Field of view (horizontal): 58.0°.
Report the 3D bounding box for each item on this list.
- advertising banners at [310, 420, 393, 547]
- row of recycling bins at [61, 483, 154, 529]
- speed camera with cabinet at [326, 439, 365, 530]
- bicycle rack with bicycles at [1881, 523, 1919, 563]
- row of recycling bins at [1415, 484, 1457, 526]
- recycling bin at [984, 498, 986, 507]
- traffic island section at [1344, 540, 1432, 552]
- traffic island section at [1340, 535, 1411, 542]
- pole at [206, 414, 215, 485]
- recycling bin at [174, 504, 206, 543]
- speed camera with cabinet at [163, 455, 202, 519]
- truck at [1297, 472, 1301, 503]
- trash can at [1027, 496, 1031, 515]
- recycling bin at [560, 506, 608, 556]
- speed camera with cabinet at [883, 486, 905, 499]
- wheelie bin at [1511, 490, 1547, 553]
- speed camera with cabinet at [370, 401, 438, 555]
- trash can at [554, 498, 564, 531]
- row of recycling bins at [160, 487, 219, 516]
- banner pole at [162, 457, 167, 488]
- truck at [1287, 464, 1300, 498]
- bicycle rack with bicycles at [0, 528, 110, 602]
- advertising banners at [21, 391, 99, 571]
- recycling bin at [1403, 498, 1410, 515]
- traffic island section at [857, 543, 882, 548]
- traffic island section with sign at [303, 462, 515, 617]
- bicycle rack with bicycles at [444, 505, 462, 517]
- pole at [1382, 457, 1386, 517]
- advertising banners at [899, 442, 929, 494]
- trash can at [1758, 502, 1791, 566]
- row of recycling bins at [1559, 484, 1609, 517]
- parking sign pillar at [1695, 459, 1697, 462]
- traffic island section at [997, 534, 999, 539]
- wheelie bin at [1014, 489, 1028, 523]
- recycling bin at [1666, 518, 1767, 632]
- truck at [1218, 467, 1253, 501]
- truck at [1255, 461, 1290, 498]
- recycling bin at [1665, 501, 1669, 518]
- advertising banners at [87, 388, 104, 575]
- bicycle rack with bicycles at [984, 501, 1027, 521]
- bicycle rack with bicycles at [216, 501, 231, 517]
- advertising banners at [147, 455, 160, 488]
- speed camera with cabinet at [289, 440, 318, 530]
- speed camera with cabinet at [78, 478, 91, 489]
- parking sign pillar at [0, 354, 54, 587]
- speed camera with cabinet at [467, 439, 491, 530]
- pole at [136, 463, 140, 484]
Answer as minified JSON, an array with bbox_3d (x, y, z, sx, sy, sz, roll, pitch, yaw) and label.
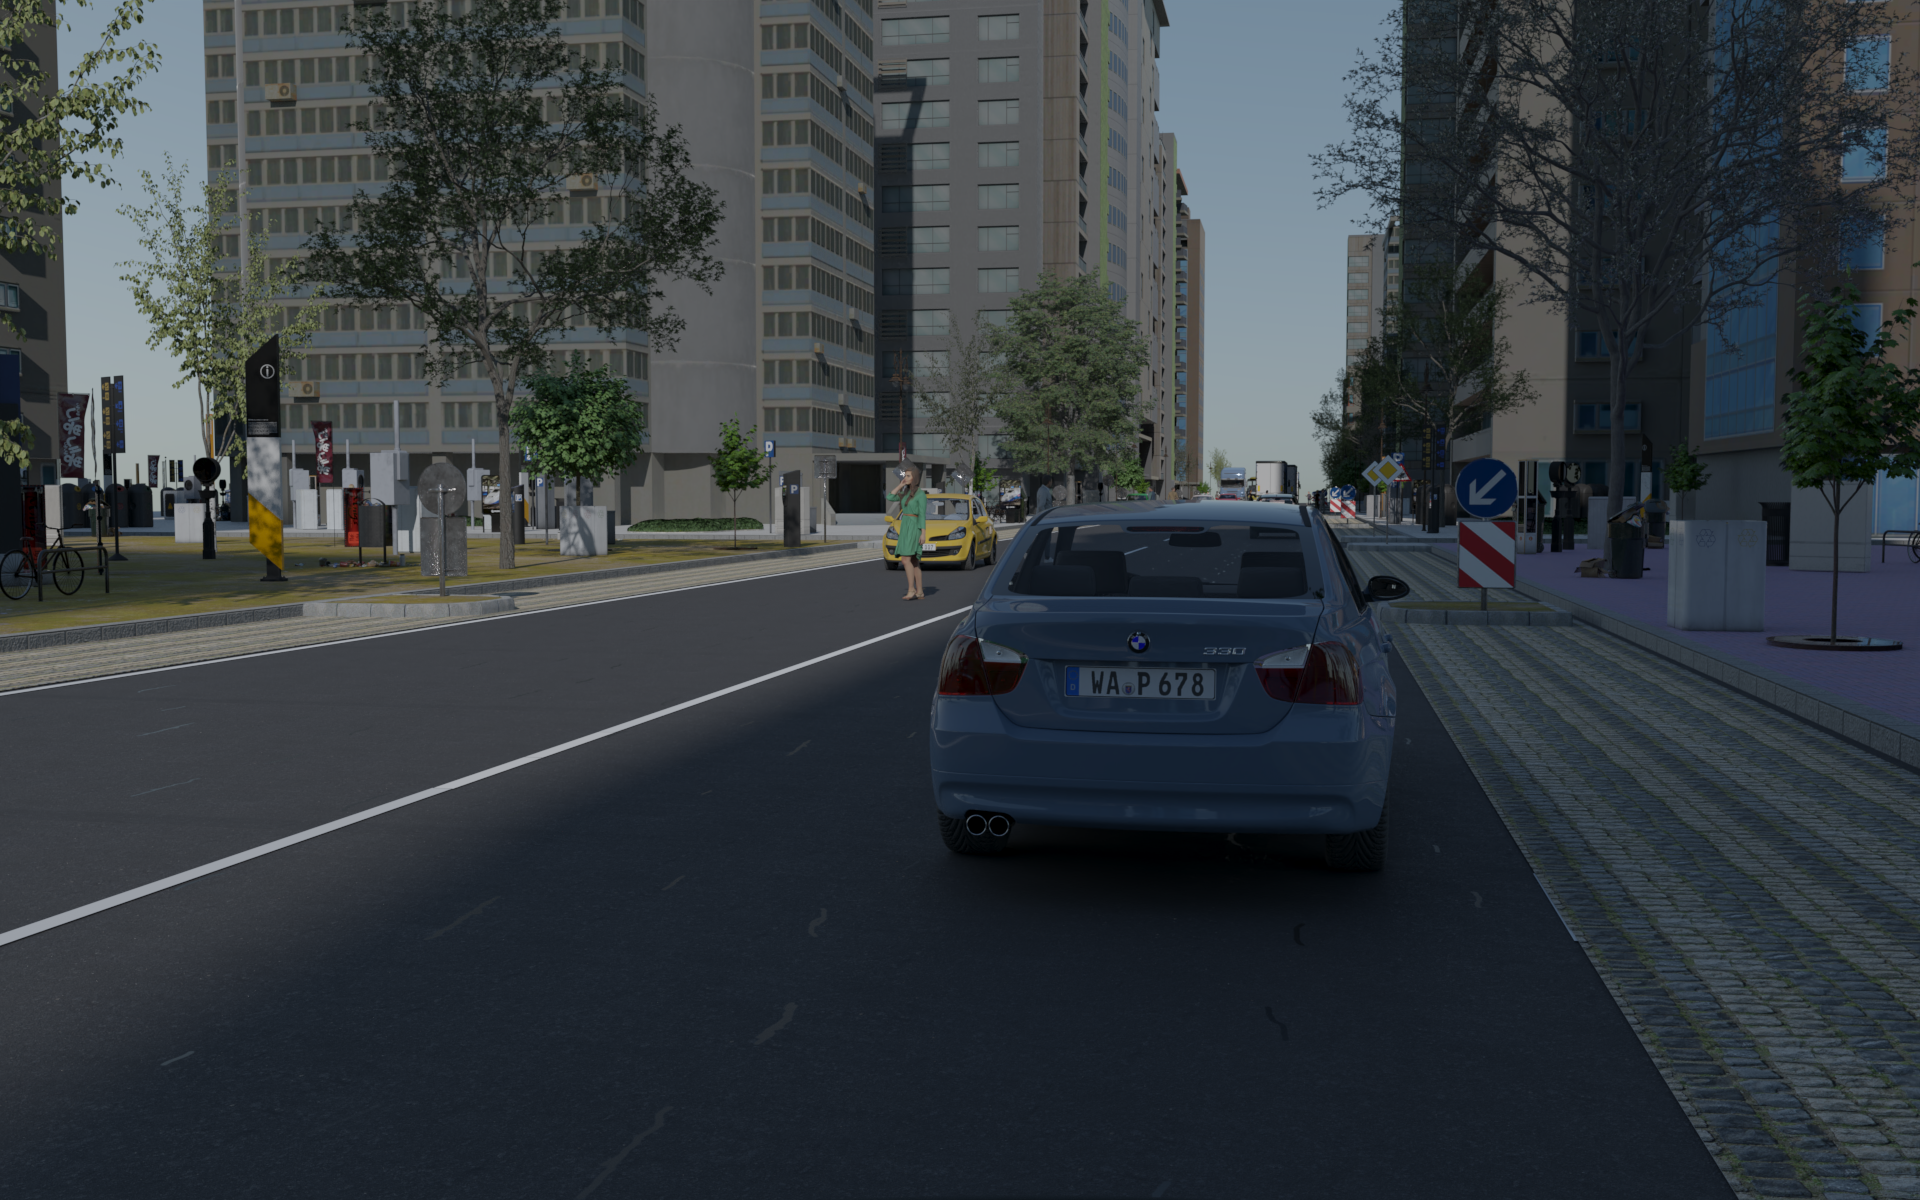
[{"bbox_3d":[-14.644,-2.795,41.880,2.074,3.025,0.090,-3,5,-41],"label":"advertising banners"},{"bbox_3d":[-32.446,-3.581,65.660,1.069,1.692,3.534,3,4,38],"label":"row of recycling bins"},{"bbox_3d":[-22.001,-4.140,62.029,0.660,3.252,2.038,0,4,4],"label":"speed camera with cabinet"},{"bbox_3d":[18.316,-1.120,31.693,2.852,0.926,2.925,0,4,-5],"label":"bicycle rack with bicycles"},{"bbox_3d":[19.727,-3.964,71.925,1.069,1.692,3.534,0,4,-1],"label":"row of recycling bins"},{"bbox_3d":[1.021,-5.380,100.518,0.722,1.027,0.722,-3,5,-41],"label":"recycling bin"},{"bbox_3d":[10.935,-1.345,44.275,2.009,0.180,2.903,1,4,11],"label":"traffic island section"},{"bbox_3d":[12.475,-1.824,52.111,2.009,0.180,2.903,1,4,11],"label":"traffic island section"},{"bbox_3d":[-19.070,-3.073,44.093,0.158,3.312,0.155,0,3,0],"label":"pole"},{"bbox_3d":[-20.211,-2.016,45.520,0.722,1.027,0.722,-1,4,-19],"label":"recycling bin"},{"bbox_3d":[-39.327,-5.703,87.587,2.038,3.252,0.660,1,4,22],"label":"speed camera with cabinet"},{"bbox_3d":[42.256,-14.271,222.250,2.839,4.237,11.283,1,4,12],"label":"truck"},{"bbox_3d":[3.904,-5.700,104.853,0.748,1.137,0.748,0,3,0],"label":"trash can"},{"bbox_3d":[-7.879,-1.450,36.257,0.722,1.027,0.722,3,4,38],"label":"recycling bin"},{"bbox_3d":[-3.737,-6.044,93.150,2.038,3.252,0.660,1,4,23],"label":"speed camera with cabinet"},{"bbox_3d":[12.445,-1.837,37.945,0.693,1.594,0.980,0,4,7],"label":"wheelie bin"},{"bbox_3d":[-11.963,-2.635,37.420,0.660,3.252,2.038,1,4,11],"label":"speed camera with cabinet"},{"bbox_3d":[-13.906,-3.018,60.995,0.748,1.137,0.748,0,3,0],"label":"trash can"},{"bbox_3d":[-45.267,-5.786,101.706,1.069,1.692,3.534,2,4,32],"label":"row of recycling bins"},{"bbox_3d":[-53.109,-7.686,115.690,0.863,3.779,0.401,3,5,44],"label":"banner pole"},{"bbox_3d":[31.724,-11.054,169.639,2.839,4.237,11.283,1,4,12],"label":"truck"},{"bbox_3d":[-12.011,-0.485,21.319,2.852,0.926,2.925,0,4,-1],"label":"bicycle rack with bicycles"},{"bbox_3d":[-15.867,-2.035,29.453,2.074,3.025,0.090,-3,5,-41],"label":"advertising banners"},{"bbox_3d":[26.586,-5.616,104.369,0.722,1.027,0.722,-3,4,-36],"label":"recycling bin"},{"bbox_3d":[-1.469,-1.494,46.708,2.009,0.180,2.903,1,4,11],"label":"traffic island section"},{"bbox_3d":[-6.528,-0.754,20.961,1.989,1.847,2.006,1,4,11],"label":"traffic island section with sign"},{"bbox_3d":[-17.977,-2.762,58.546,2.852,0.926,2.925,0,4,3],"label":"bicycle rack with bicycles"},{"bbox_3d":[23.208,-6.179,94.873,0.158,3.312,0.155,0,3,0],"label":"pole"},{"bbox_3d":[-1.542,-3.747,57.453,0.090,3.025,2.074,-2,4,-29],"label":"advertising banners"},{"bbox_3d":[14.631,-1.177,30.898,0.748,1.137,0.748,0,3,0],"label":"trash can"},{"bbox_3d":[25.005,-3.801,69.260,1.069,1.692,3.534,3,5,44],"label":"row of recycling bins"},{"bbox_3d":[29.874,-4.916,68.848,1.447,3.967,1.447,1,4,18],"label":"parking sign pillar"},{"bbox_3d":[0.071,-1.973,54.544,2.009,0.180,2.903,1,4,11],"label":"traffic island section"},{"bbox_3d":[2.611,-4.237,77.177,0.693,1.594,0.980,1,4,15],"label":"wheelie bin"},{"bbox_3d":[7.192,-0.240,16.479,0.722,1.027,0.722,1,4,10],"label":"recycling bin"},{"bbox_3d":[28.966,-11.689,180.876,2.967,4.110,18.799,1,4,12],"label":"truck"},{"bbox_3d":[27.214,-9.906,150.880,2.839,4.237,11.283,1,4,12],"label":"truck"},{"bbox_3d":[27.452,-3.300,66.509,0.722,1.027,0.722,-3,5,-42],"label":"recycling bin"},{"bbox_3d":[-14.007,-1.952,28.099,0.090,3.025,2.074,-2,4,-28],"label":"advertising banners"},{"bbox_3d":[1.751,-4.327,84.126,2.925,0.926,2.852,-2,4,-29],"label":"bicycle rack with bicycles"},{"bbox_3d":[-39.331,-4.782,91.572,2.925,0.926,2.852,-2,4,-25],"label":"bicycle rack with bicycles"},{"bbox_3d":[-36.491,-4.924,76.698,2.074,3.025,0.090,-3,4,-38],"label":"advertising banners"},{"bbox_3d":[-23.820,-4.191,62.853,0.660,3.252,2.038,-2,4,-31],"label":"speed camera with cabinet"},{"bbox_3d":[-49.479,-6.314,97.562,0.660,3.252,2.038,-1,4,-13],"label":"speed camera with cabinet"},{"bbox_3d":[-13.632,-2.198,24.404,1.447,3.967,1.447,-3,5,-40],"label":"parking sign pillar"},{"bbox_3d":[-16.803,-4.124,61.770,2.038,3.252,0.660,3,5,44],"label":"speed camera with cabinet"},{"bbox_3d":[-54.292,-7.373,114.385,0.158,3.312,0.155,0,3,0],"label":"pole"}]
